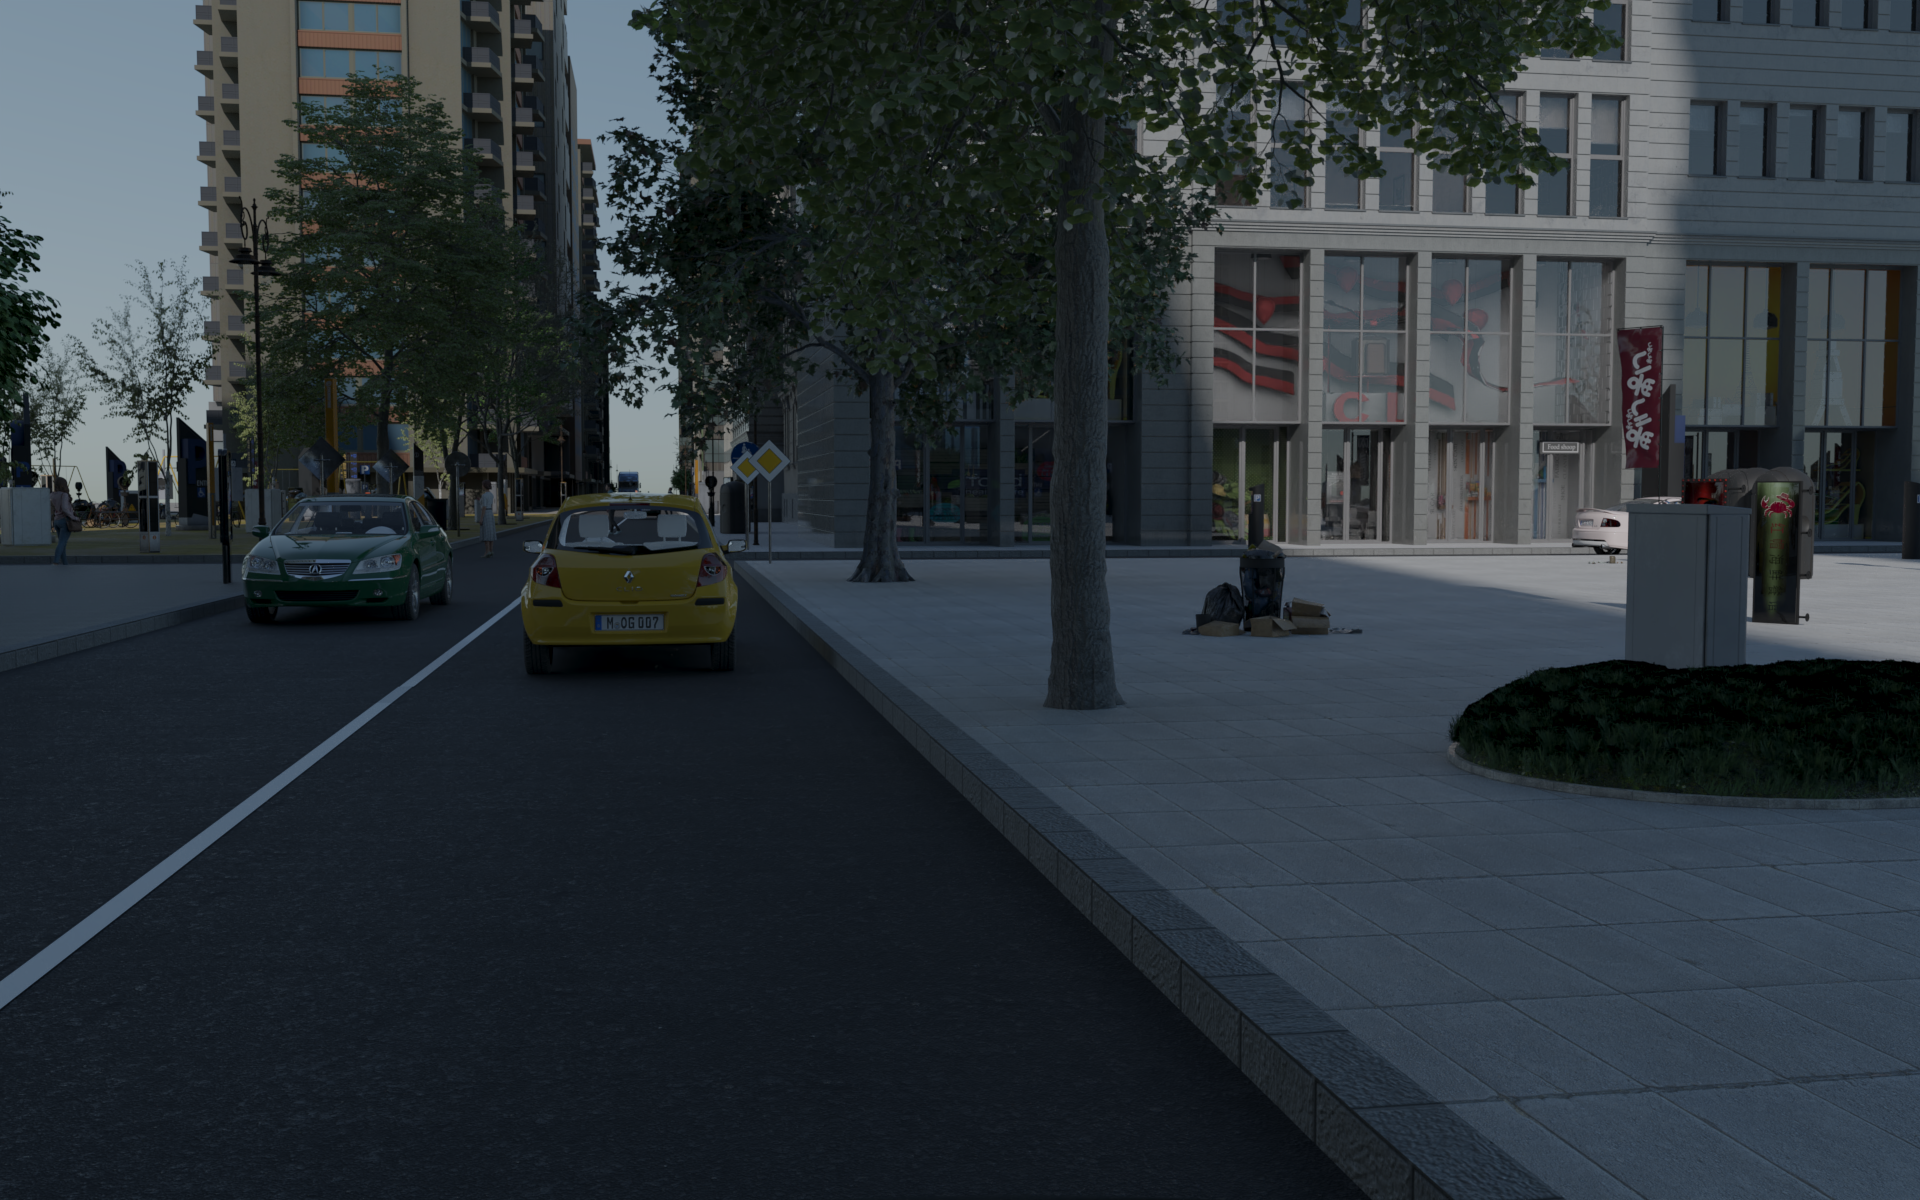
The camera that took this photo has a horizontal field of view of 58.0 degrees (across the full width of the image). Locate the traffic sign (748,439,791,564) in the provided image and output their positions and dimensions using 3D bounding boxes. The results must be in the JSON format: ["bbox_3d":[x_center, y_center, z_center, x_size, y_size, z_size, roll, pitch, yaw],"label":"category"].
[{"bbox_3d":[-3.502,-1.726,31.857,0.795,2.450,0.064,-1,4,-10],"label":"traffic sign"}]

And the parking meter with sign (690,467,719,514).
[{"bbox_3d":[-16.317,-7.008,110.838,1.738,3.016,0.543,1,4,8],"label":"parking meter with sign"}]

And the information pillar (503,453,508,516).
[{"bbox_3d":[-26.089,-6.612,99.465,0.183,3.616,0.504,0,4,1],"label":"information pillar"}]

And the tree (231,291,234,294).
[{"bbox_3d":[-15.126,-7.847,46.428,7.486,12.596,7.792,0,3,0],"label":"tree"}]

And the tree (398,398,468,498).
[{"bbox_3d":[-31.744,-9.469,105.183,4.737,8.622,4.395,0,3,0],"label":"tree"}]

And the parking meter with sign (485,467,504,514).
[{"bbox_3d":[-29.660,-6.928,109.541,1.738,3.016,0.543,0,4,-8],"label":"parking meter with sign"}]

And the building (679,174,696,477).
[{"bbox_3d":[-24.951,-34.784,223.337,22.147,44.769,28.867,-1,4,-10],"label":"building"}]

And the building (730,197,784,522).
[{"bbox_3d":[-6.538,-14.579,87.525,9.793,20.994,18.267,-1,4,-10],"label":"building"}]

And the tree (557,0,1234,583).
[{"bbox_3d":[-1.047,-6.618,25.213,9.611,12.733,9.660,0,3,0],"label":"tree"}]

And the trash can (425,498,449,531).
[{"bbox_3d":[-17.426,-2.818,57.734,0.748,1.137,0.748,0,3,0],"label":"trash can"}]

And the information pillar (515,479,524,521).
[{"bbox_3d":[-20.884,-4.746,82.082,0.304,2.012,0.304,0,4,2],"label":"information pillar"}]

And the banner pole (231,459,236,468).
[{"bbox_3d":[-45.325,-7.187,107.532,0.863,3.779,0.401,-1,4,-16],"label":"banner pole"}]

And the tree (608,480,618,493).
[{"bbox_3d":[-47.726,-14.877,237.834,1.663,3.219,1.824,0,3,0],"label":"tree"}]

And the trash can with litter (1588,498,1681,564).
[{"bbox_3d":[12.689,-1.274,31.896,2.233,1.210,1.678,0,4,7],"label":"trash can with litter"}]

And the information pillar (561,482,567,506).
[{"bbox_3d":[-24.688,-6.328,107.951,0.304,2.012,0.304,0,4,-1],"label":"information pillar"}]

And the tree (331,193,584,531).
[{"bbox_3d":[-18.006,-8.267,60.918,9.928,11.665,9.643,0,3,0],"label":"tree"}]

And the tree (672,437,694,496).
[{"bbox_3d":[-32.205,-15.600,205.426,4.360,8.622,3.978,0,3,0],"label":"tree"}]

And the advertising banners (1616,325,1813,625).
[{"bbox_3d":[7.605,-1.310,17.605,0.090,3.025,2.074,-3,5,-40],"label":"advertising banners"}]

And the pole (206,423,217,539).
[{"bbox_3d":[-21.463,-3.413,49.639,0.158,3.312,0.155,0,3,0],"label":"pole"}]

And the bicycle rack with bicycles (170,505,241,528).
[{"bbox_3d":[-28.229,-3.162,65.085,2.852,0.926,2.925,2,4,25],"label":"bicycle rack with bicycles"}]

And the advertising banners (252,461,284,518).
[{"bbox_3d":[-37.058,-5.895,92.572,0.090,3.025,2.074,2,4,32],"label":"advertising banners"}]

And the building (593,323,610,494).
[{"bbox_3d":[-59.608,-29.754,258.175,14.160,30.474,14.107,-1,4,-10],"label":"building"}]

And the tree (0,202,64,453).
[{"bbox_3d":[-10.258,-1.995,16.334,4.285,4.588,4.351,0,3,0],"label":"tree"}]

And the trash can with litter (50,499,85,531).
[{"bbox_3d":[-31.847,-3.078,61.387,1.678,1.210,2.233,1,4,20],"label":"trash can with litter"}]

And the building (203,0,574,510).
[{"bbox_3d":[-48.346,-34.387,151.462,28.713,52.752,27.495,-1,4,-10],"label":"building"}]

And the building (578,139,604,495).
[{"bbox_3d":[-54.732,-33.798,207.214,22.147,44.769,28.867,-1,4,-10],"label":"building"}]

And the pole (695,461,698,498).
[{"bbox_3d":[-15.853,-6.752,104.239,0.158,3.312,0.155,0,3,0],"label":"pole"}]

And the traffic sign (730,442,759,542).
[{"bbox_3d":[-5.183,-2.568,42.092,0.768,2.556,0.104,0,4,-2],"label":"traffic sign"}]

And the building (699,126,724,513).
[{"bbox_3d":[-11.685,-21.600,124.864,14.160,30.474,14.107,-1,4,-10],"label":"building"}]

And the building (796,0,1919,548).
[{"bbox_3d":[10.603,-16.545,48.005,29.804,29.767,11.434,-1,4,-10],"label":"building"}]

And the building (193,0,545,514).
[{"bbox_3d":[-41.381,-28.705,123.958,22.147,44.769,28.867,-1,4,-10],"label":"building"}]

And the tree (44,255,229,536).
[{"bbox_3d":[-24.457,-6.262,52.750,4.360,8.622,3.978,0,3,0],"label":"tree"}]

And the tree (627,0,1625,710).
[{"bbox_3d":[0.897,-5.602,9.713,7.486,12.596,7.792,0,3,0],"label":"tree"}]

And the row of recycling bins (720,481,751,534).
[{"bbox_3d":[-7.423,-3.064,57.214,1.069,1.692,3.534,0,4,-6],"label":"row of recycling bins"}]

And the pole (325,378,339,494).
[{"bbox_3d":[-11.111,-2.252,30.670,0.158,3.312,0.155,0,3,0],"label":"pole"}]

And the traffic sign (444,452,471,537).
[{"bbox_3d":[-15.044,-3.168,51.906,0.768,2.556,0.104,-1,4,-9],"label":"traffic sign"}]

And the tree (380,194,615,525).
[{"bbox_3d":[-19.319,-9.896,72.164,12.009,13.543,11.850,0,3,0],"label":"tree"}]

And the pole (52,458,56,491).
[{"bbox_3d":[-51.283,-6.379,98.141,0.158,3.312,0.155,0,3,0],"label":"pole"}]

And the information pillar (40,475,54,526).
[{"bbox_3d":[-35.197,-3.811,66.801,0.304,2.012,0.304,1,4,18],"label":"information pillar"}]

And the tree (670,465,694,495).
[{"bbox_3d":[-31.452,-13.032,196.794,4.285,4.588,4.351,0,3,0],"label":"tree"}]

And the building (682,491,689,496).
[{"bbox_3d":[-29.586,-49.452,246.789,20.563,71.187,20.611,-1,4,-10],"label":"building"}]

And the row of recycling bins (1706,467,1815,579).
[{"bbox_3d":[12.636,-1.256,27.651,1.069,1.692,3.534,0,4,8],"label":"row of recycling bins"}]

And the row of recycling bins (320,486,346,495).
[{"bbox_3d":[-33.106,-5.116,90.759,3.534,1.692,1.069,1,4,16],"label":"row of recycling bins"}]

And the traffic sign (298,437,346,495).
[{"bbox_3d":[-11.234,-1.645,30.537,0.795,2.450,0.064,-1,4,-10],"label":"traffic sign"}]

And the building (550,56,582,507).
[{"bbox_3d":[-45.462,-32.003,173.360,14.600,45.320,14.200,-1,4,-10],"label":"building"}]

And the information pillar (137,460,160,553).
[{"bbox_3d":[-17.708,-2.038,37.807,0.304,2.012,0.304,2,4,23],"label":"information pillar"}]

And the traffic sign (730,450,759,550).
[{"bbox_3d":[-4.870,-2.207,39.724,0.795,2.450,0.064,-1,4,-10],"label":"traffic sign"}]

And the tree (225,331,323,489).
[{"bbox_3d":[-29.965,-7.657,75.552,4.737,8.622,4.395,0,3,0],"label":"tree"}]

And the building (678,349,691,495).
[{"bbox_3d":[-35.912,-30.142,264.521,14.160,30.474,14.107,-1,4,-10],"label":"building"}]

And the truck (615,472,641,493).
[{"bbox_3d":[-40.465,-13.627,212.560,2.967,4.110,18.799,-1,4,-9],"label":"truck"}]

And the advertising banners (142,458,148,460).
[{"bbox_3d":[-37.065,-5.001,77.961,0.090,3.025,2.074,0,4,6],"label":"advertising banners"}]

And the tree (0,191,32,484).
[{"bbox_3d":[-22.571,-5.406,38.755,4.737,8.622,4.395,0,3,0],"label":"tree"}]

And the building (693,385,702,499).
[{"bbox_3d":[-12.918,-20.266,176.388,27.650,21.520,28.899,-1,4,-10],"label":"building"}]

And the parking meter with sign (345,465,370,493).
[{"bbox_3d":[-30.413,-5.540,86.844,1.738,3.016,0.543,-1,4,-14],"label":"parking meter with sign"}]

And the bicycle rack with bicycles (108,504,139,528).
[{"bbox_3d":[-32.148,-3.166,65.148,2.852,0.926,2.925,3,4,37],"label":"bicycle rack with bicycles"}]

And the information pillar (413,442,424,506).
[{"bbox_3d":[-24.597,-5.340,78.660,0.504,3.616,0.183,-3,5,-43],"label":"information pillar"}]

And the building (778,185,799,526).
[{"bbox_3d":[0.050,-17.090,66.814,14.401,28.519,23.554,-1,4,-10],"label":"building"}]

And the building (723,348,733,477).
[{"bbox_3d":[-8.962,-15.369,106.042,10.420,20.320,16.860,-1,4,-10],"label":"building"}]

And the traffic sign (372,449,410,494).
[{"bbox_3d":[-12.602,-2.126,38.404,0.795,2.450,0.064,-1,4,-10],"label":"traffic sign"}]
